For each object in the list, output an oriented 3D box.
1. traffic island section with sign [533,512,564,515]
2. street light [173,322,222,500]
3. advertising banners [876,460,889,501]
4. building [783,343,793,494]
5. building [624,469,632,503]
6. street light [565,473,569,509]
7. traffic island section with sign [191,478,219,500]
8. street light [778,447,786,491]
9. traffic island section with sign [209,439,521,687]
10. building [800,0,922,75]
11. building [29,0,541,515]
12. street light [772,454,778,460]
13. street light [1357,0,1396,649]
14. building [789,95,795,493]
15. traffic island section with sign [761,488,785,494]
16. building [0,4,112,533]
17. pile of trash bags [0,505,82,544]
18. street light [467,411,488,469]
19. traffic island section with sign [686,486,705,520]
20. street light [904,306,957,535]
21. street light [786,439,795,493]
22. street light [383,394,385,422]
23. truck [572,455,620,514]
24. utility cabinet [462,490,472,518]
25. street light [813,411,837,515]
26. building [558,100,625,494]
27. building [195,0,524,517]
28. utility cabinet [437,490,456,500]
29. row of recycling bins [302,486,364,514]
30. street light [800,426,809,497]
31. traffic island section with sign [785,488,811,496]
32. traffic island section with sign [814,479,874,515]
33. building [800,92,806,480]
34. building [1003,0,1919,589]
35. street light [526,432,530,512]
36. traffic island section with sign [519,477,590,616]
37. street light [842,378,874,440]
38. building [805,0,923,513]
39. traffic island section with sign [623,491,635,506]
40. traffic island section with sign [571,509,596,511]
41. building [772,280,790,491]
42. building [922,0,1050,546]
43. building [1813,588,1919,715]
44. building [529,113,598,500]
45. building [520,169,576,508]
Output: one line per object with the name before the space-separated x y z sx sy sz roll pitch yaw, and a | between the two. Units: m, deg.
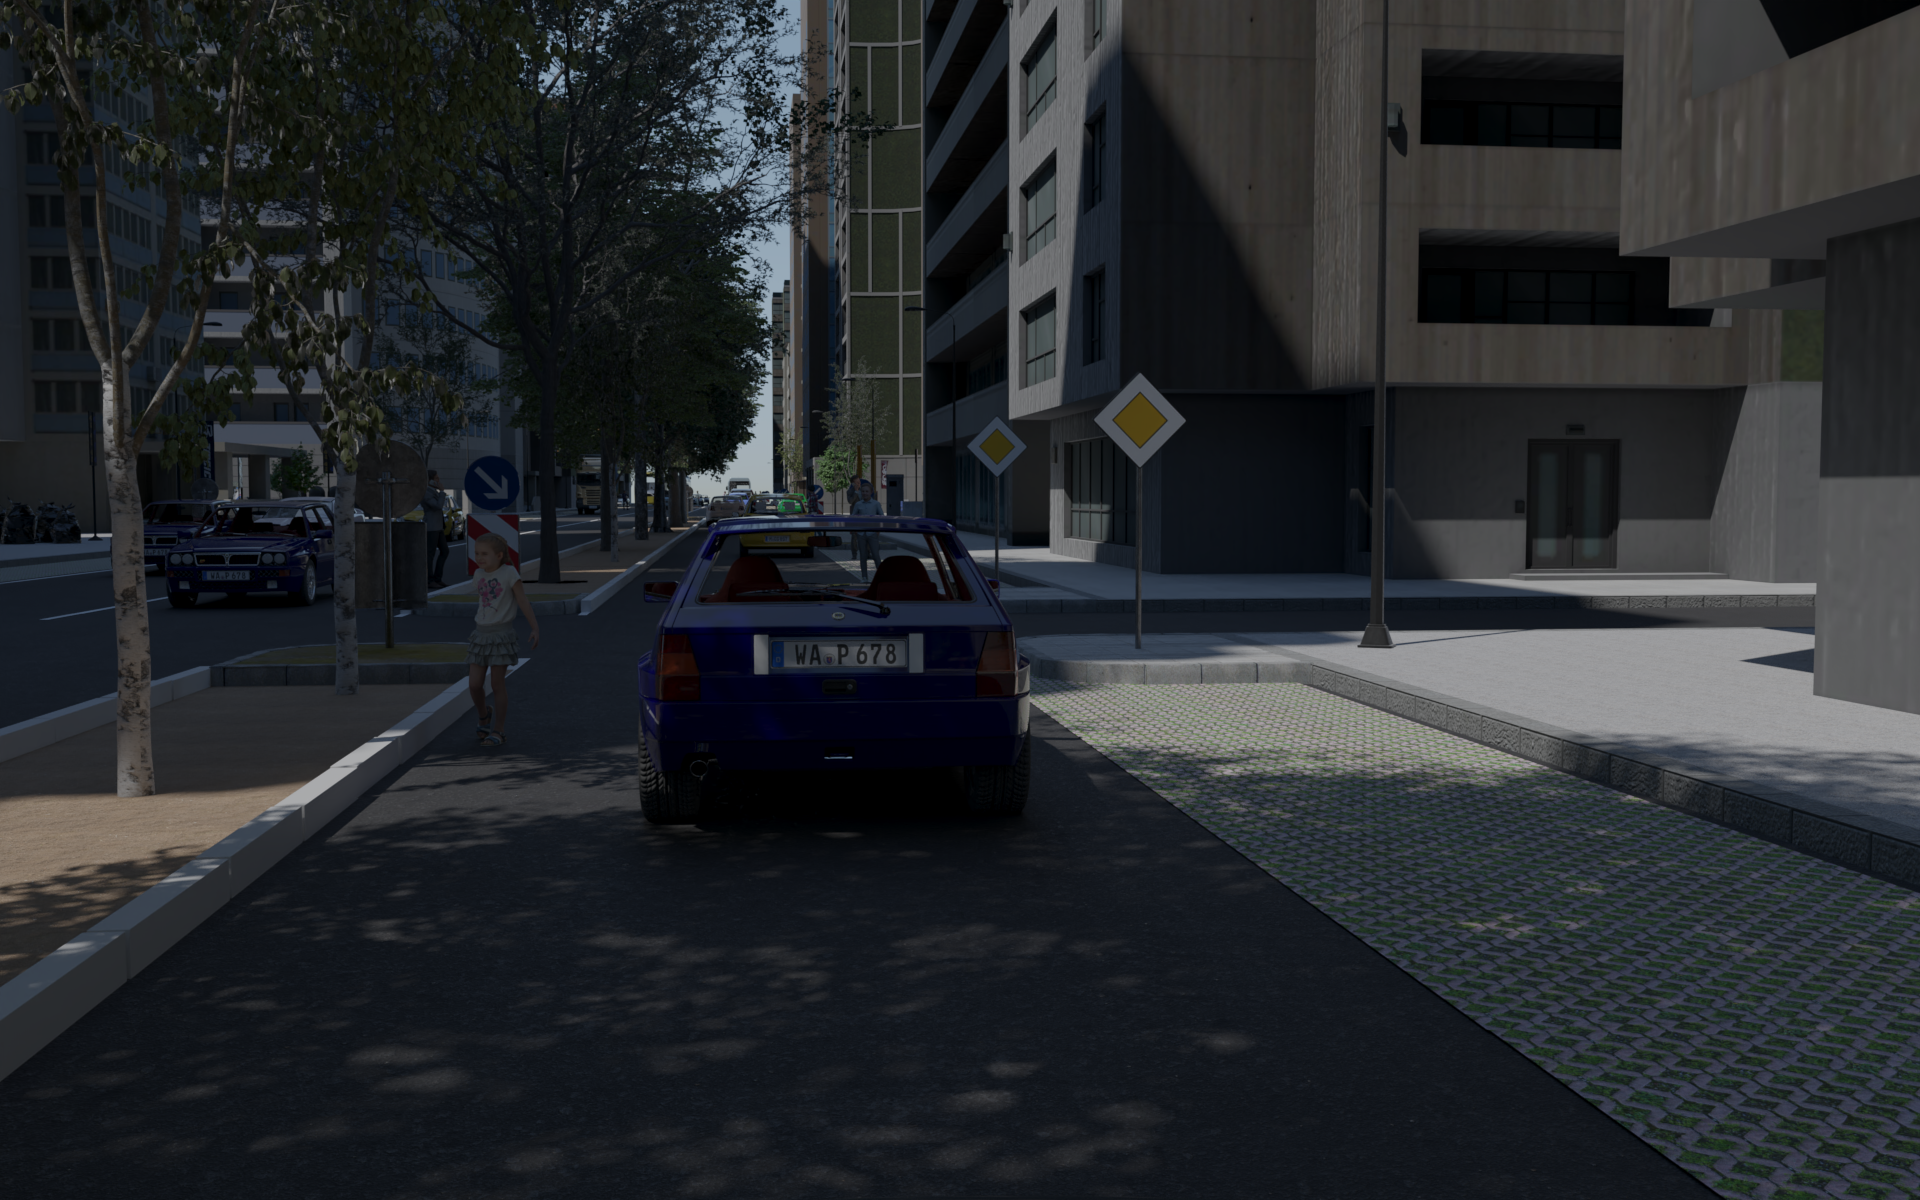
traffic island section with sign | -28.371 -6.783 119.528 1.989 1.847 2.006 0 4 -7
street light | -20.565 -4.538 46.736 1.470 5.913 1.316 0 4 -7
advertising banners | -4.445 -5.678 89.026 2.074 3.025 0.090 -3 5 -44
building | -7.630 -22.565 213.983 27.650 21.520 28.899 0 4 -7
building | -52.379 -28.355 235.300 14.160 30.474 14.107 0 4 -7
street light | -33.836 -10.926 151.186 1.470 5.913 1.316 0 4 -7
traffic island section with sign | -18.592 -2.066 42.401 1.989 1.847 2.006 0 4 -7
street light | -17.110 -12.238 172.634 1.470 5.913 1.316 0 4 -7
traffic island section with sign | -4.699 -0.349 13.847 2.006 1.907 1.989 0 4 -7
building | -5.377 -29.793 137.226 14.600 45.320 14.200 0 4 -7
building | -48.439 -26.916 131.955 32.217 40.220 23.993 0 4 -7
street light | -20.743 -13.985 201.201 1.470 5.913 1.316 0 4 -7
street light | 2.958 -2.554 14.293 1.470 5.913 1.316 0 4 -7
building | -11.615 -33.086 191.072 14.600 45.320 14.200 0 4 -7
traffic island section with sign | -15.820 -8.541 148.274 1.989 1.847 2.006 0 4 -7
building | -40.987 -22.494 59.659 32.217 40.220 23.993 0 4 -7
pile of trash bags | -24.596 -2.130 44.572 3.447 1.369 1.912 -3 4 -36
street light | -26.858 -7.582 96.506 1.470 5.913 1.316 0 4 -7
traffic island section with sign | -15.084 -5.358 95.739 2.006 1.907 1.989 0 4 -7
street light | -0.682 -4.312 43.049 1.470 5.913 1.316 0 4 -7
street light | -13.672 -10.587 145.631 1.470 5.913 1.316 0 4 -7
street light | -24.044 -6.208 74.034 1.470 5.913 1.316 0 4 -7
truck | -26.147 -8.329 125.085 2.839 4.237 11.283 0 4 -8
utility cabinet | -26.470 -5.154 92.953 0.318 1.500 1.173 0 4 -7
street light | -7.510 -7.587 96.588 1.470 5.913 1.316 0 4 -7
building | -53.426 -36.163 214.968 21.300 48.544 21.600 0 4 -7
building | -39.681 -34.510 106.241 21.231 58.520 28.212 0 4 -7
utility cabinet | -26.925 -5.010 90.594 1.173 1.500 0.318 1 4 15
row of recycling bins | -31.957 -4.915 87.479 3.534 1.692 1.069 -1 4 -14
street light | -10.282 -8.966 119.137 1.470 5.913 1.316 0 4 -7
traffic island section with sign | -6.106 -3.859 71.730 1.989 1.847 2.006 0 4 -7
traffic island section with sign | -2.718 -2.224 44.988 1.989 1.847 2.006 0 4 -7
building | -3.312 -30.859 159.169 22.147 44.769 28.867 0 4 -7
building | 8.723 -15.836 30.613 14.107 30.474 14.160 0 4 -7
street light | -30.355 -9.248 123.751 1.470 5.913 1.316 0 4 -7
traffic island section with sign | -5.621 -0.799 21.196 2.006 1.907 1.989 0 4 -7
street light | -4.030 -5.933 69.549 1.470 5.913 1.316 0 4 -7
building | -0.130 -41.637 119.011 20.563 71.187 20.611 0 4 -7
traffic island section with sign | -38.672 -11.750 200.733 1.989 1.847 2.006 0 4 -7
traffic island section with sign | -31.769 -8.418 146.269 1.989 1.847 2.006 0 4 -7
building | -19.872 -29.131 247.991 14.160 30.474 14.107 0 4 -7
building | 10.530 -26.242 52.767 21.300 48.544 21.600 0 4 -7
building | 11.089 -14.445 7.874 14.160 30.474 14.107 0 4 -7
building | -50.883 -32.746 190.017 22.147 44.769 28.867 0 4 -7
building | -41.844 -23.308 152.789 14.160 30.474 14.107 0 4 -7
